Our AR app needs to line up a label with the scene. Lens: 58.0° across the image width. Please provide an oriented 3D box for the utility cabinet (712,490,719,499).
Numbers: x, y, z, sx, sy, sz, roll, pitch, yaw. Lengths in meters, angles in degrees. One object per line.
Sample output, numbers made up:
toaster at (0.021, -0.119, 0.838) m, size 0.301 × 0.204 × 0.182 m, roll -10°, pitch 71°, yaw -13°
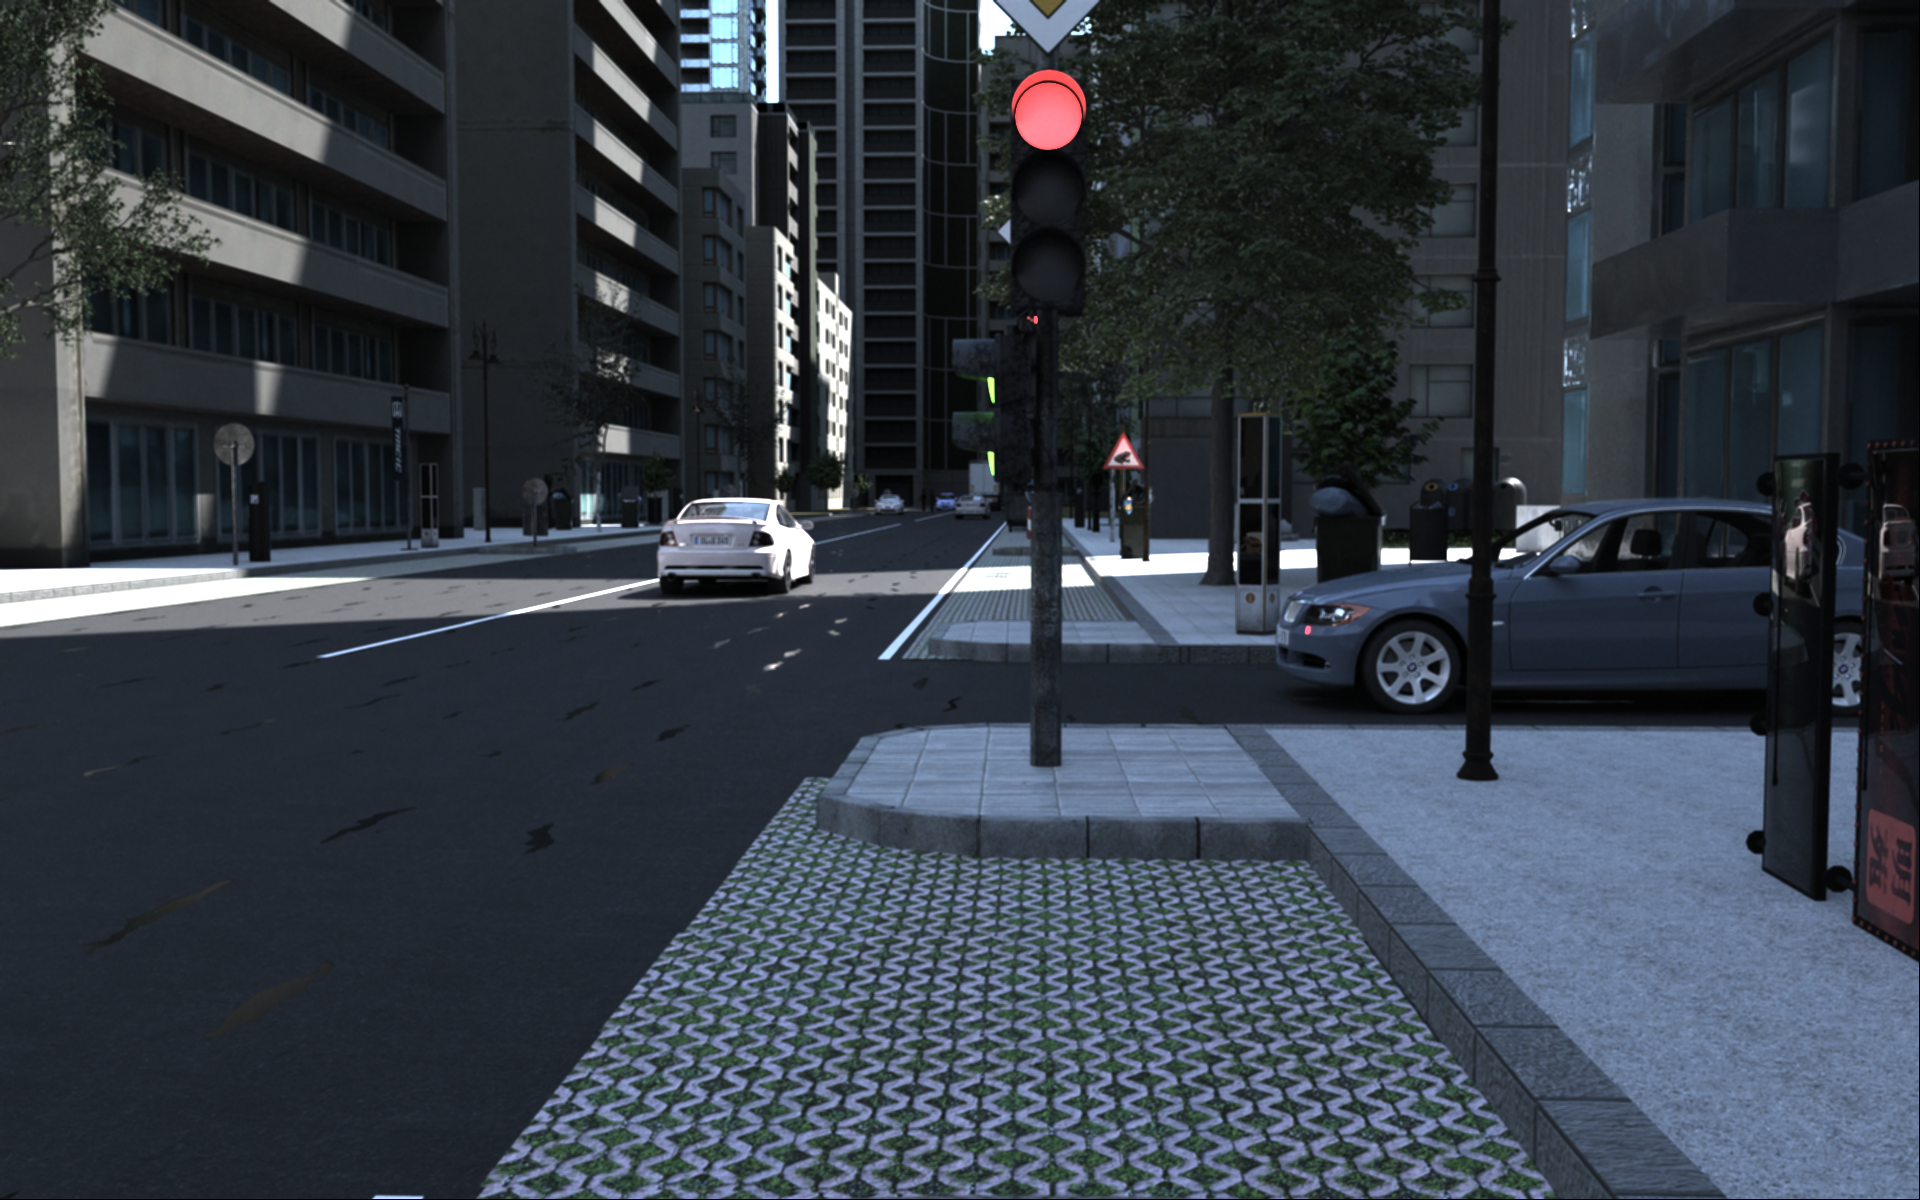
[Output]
utility cabinet at (-12.337, -4.812, 87.352) m, size 0.318 × 1.500 × 1.173 m, roll -1°, pitch 4°, yaw -11°

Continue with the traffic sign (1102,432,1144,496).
traffic sign at (3.455, -2.242, 36.657) m, size 0.884 × 2.594 × 0.081 m, roll 0°, pitch 4°, yaw 7°

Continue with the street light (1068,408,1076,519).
street light at (5.827, -7.213, 90.721) m, size 0.468 × 5.910 × 1.993 m, roll 0°, pitch 4°, yaw 2°

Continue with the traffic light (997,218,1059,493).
traffic light at (0.719, -1.661, 16.072) m, size 0.839 × 4.253 × 0.868 m, roll 0°, pitch 4°, yaw 2°

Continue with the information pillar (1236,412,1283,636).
information pillar at (2.729, -0.693, 15.818) m, size 0.304 × 2.012 × 0.304 m, roll 3°, pitch 4°, yaw 38°

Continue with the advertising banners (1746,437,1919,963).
advertising banners at (2.667, -0.531, 4.870) m, size 0.090 × 3.025 × 2.074 m, roll 0°, pitch 4°, yaw 5°

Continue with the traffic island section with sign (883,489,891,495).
traffic island section with sign at (-6.062, -8.363, 145.368) m, size 1.989 × 1.847 × 2.006 m, roll 0°, pitch 4°, yaw 2°

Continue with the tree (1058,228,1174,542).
tree at (3.890, -5.848, 45.978) m, size 4.360 × 8.622 × 3.978 m, roll 0°, pitch 3°, yaw 0°

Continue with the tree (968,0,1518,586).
tree at (3.767, -6.508, 24.539) m, size 7.486 × 12.596 × 7.792 m, roll 0°, pitch 3°, yaw 0°

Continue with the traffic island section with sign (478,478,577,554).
traffic island section with sign at (-10.353, -2.026, 41.750) m, size 1.989 × 1.847 × 2.006 m, roll 0°, pitch 4°, yaw 2°

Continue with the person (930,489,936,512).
person at (-2.193, -7.948, 138.476) m, size 0.705 × 1.821 × 1.348 m, roll 1°, pitch 4°, yaw 13°

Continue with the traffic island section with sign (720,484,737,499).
traffic island section with sign at (-9.233, -3.686, 68.888) m, size 1.989 × 1.847 × 2.006 m, roll 0°, pitch 4°, yaw 2°

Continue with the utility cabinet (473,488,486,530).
utility cabinet at (-17.067, -3.243, 61.705) m, size 0.318 × 1.500 × 1.173 m, roll 0°, pitch 4°, yaw -5°

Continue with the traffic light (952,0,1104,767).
traffic light at (0.388, -1.173, 8.094) m, size 0.839 × 4.253 × 0.868 m, roll 0°, pitch 4°, yaw 2°

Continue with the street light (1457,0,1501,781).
street light at (2.339, -2.132, 7.649) m, size 0.468 × 5.910 × 1.993 m, roll 0°, pitch 4°, yaw 2°

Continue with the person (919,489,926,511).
person at (-3.094, -8.366, 144.917) m, size 0.705 × 1.869 × 1.348 m, roll 2°, pitch 4°, yaw 24°

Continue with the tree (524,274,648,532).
tree at (-12.293, -6.596, 58.207) m, size 4.360 × 8.622 × 3.978 m, roll 0°, pitch 3°, yaw 0°

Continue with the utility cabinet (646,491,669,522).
utility cabinet at (-13.628, -4.243, 78.050) m, size 0.318 × 1.500 × 1.173 m, roll 2°, pitch 4°, yaw 31°

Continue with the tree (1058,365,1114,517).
tree at (6.569, -8.982, 97.216) m, size 4.737 × 8.622 × 4.395 m, roll 0°, pitch 3°, yaw 0°

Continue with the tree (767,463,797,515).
tree at (-10.675, -6.806, 105.873) m, size 1.663 × 3.219 × 1.824 m, roll 0°, pitch 3°, yaw 0°

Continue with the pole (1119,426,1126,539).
pole at (4.692, -3.431, 49.932) m, size 0.158 × 3.312 × 0.155 m, roll 0°, pitch 3°, yaw 0°

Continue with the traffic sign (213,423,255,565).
traffic sign at (-13.032, -1.895, 31.088) m, size 0.768 × 2.556 × 0.104 m, roll 0°, pitch 4°, yaw 4°

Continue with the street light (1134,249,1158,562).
street light at (3.531, -3.662, 32.658) m, size 0.468 × 5.910 × 1.993 m, roll 0°, pitch 4°, yaw 2°

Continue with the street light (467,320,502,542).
street light at (-12.603, -4.483, 46.078) m, size 0.468 × 5.910 × 1.993 m, roll 0°, pitch 4°, yaw 2°

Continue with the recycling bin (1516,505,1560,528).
recycling bin at (12.823, -1.578, 38.347) m, size 0.722 × 1.027 × 0.722 m, roll -2°, pitch 4°, yaw -29°

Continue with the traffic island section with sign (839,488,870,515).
traffic island section with sign at (-7.173, -6.712, 118.363) m, size 1.989 × 1.847 × 2.006 m, roll 0°, pitch 4°, yaw 2°

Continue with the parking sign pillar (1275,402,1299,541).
parking sign pillar at (8.587, -3.612, 47.535) m, size 1.447 × 3.967 × 1.447 m, roll 3°, pitch 5°, yaw 44°

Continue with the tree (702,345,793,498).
tree at (-10.705, -8.323, 86.449) m, size 4.360 × 8.622 × 3.978 m, roll 0°, pitch 3°, yaw 0°

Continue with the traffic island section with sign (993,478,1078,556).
traffic island section with sign at (1.772, -1.965, 40.762) m, size 1.989 × 1.847 × 2.006 m, roll 0°, pitch 4°, yaw 2°

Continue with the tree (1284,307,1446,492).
tree at (4.222, -1.433, 18.037) m, size 1.663 × 3.219 × 1.824 m, roll 0°, pitch 3°, yaw 0°

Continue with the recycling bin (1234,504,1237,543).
recycling bin at (7.394, -2.005, 45.344) m, size 0.722 × 1.027 × 0.722 m, roll -3°, pitch 5°, yaw -40°

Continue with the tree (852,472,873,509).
tree at (-8.554, -9.422, 148.649) m, size 1.663 × 3.219 × 1.824 m, roll 0°, pitch 3°, yaw 0°

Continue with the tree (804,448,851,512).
tree at (-9.472, -8.560, 123.670) m, size 4.285 × 4.588 × 4.351 m, roll 0°, pitch 3°, yaw 0°

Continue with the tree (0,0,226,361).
tree at (-14.479, -5.507, 24.455) m, size 8.767 × 10.594 × 7.601 m, roll 1°, pitch 4°, yaw 16°

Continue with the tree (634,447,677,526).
tree at (-12.552, -4.659, 70.771) m, size 1.663 × 3.219 × 1.824 m, roll 0°, pitch 3°, yaw 0°

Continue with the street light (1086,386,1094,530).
street light at (4.638, -5.446, 61.836) m, size 0.468 × 5.910 × 1.993 m, roll 0°, pitch 4°, yaw 2°

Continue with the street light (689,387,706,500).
street light at (-11.312, -6.248, 74.945) m, size 0.468 × 5.910 × 1.993 m, roll 0°, pitch 4°, yaw 2°

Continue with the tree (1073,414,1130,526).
tree at (6.122, -5.341, 71.031) m, size 4.285 × 4.588 × 4.351 m, roll 0°, pitch 3°, yaw 0°
